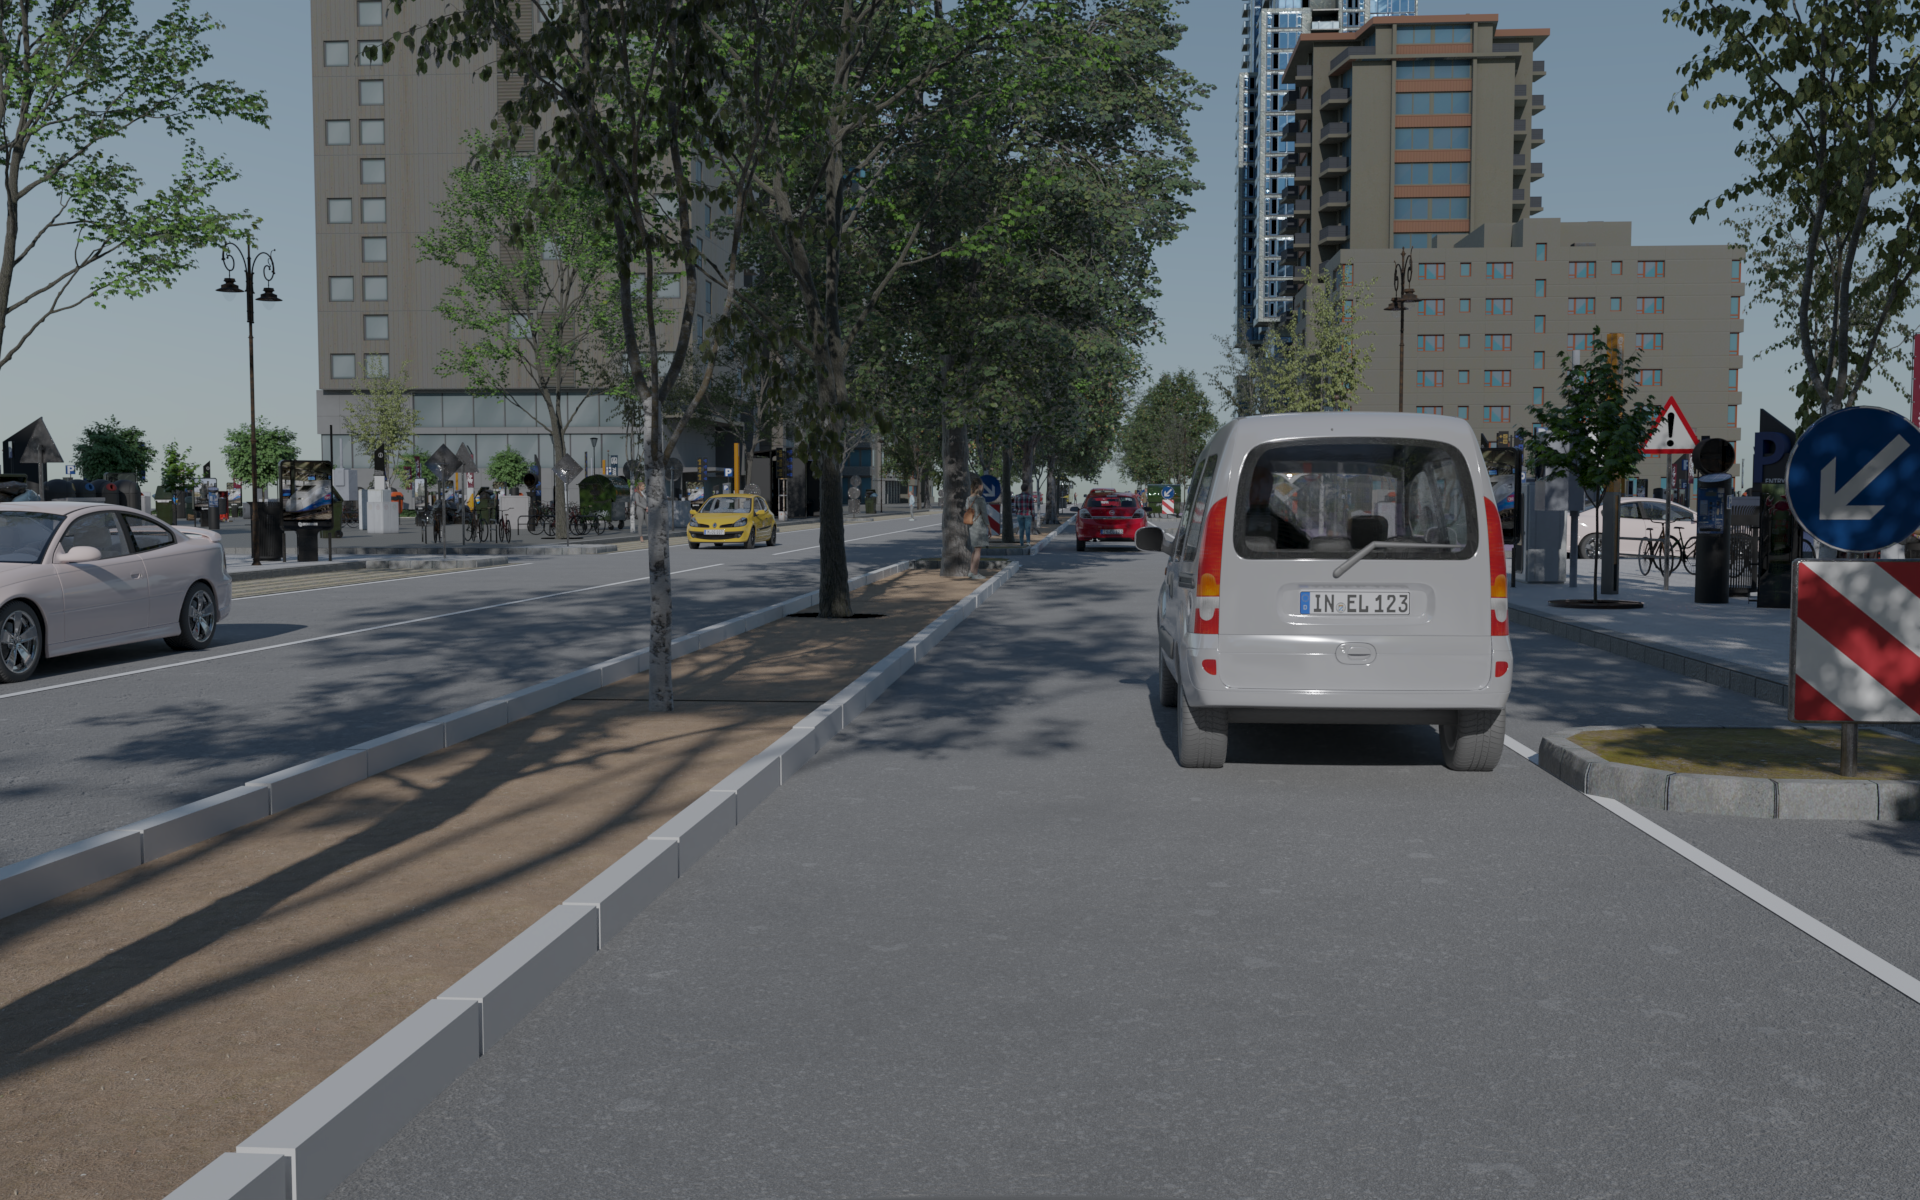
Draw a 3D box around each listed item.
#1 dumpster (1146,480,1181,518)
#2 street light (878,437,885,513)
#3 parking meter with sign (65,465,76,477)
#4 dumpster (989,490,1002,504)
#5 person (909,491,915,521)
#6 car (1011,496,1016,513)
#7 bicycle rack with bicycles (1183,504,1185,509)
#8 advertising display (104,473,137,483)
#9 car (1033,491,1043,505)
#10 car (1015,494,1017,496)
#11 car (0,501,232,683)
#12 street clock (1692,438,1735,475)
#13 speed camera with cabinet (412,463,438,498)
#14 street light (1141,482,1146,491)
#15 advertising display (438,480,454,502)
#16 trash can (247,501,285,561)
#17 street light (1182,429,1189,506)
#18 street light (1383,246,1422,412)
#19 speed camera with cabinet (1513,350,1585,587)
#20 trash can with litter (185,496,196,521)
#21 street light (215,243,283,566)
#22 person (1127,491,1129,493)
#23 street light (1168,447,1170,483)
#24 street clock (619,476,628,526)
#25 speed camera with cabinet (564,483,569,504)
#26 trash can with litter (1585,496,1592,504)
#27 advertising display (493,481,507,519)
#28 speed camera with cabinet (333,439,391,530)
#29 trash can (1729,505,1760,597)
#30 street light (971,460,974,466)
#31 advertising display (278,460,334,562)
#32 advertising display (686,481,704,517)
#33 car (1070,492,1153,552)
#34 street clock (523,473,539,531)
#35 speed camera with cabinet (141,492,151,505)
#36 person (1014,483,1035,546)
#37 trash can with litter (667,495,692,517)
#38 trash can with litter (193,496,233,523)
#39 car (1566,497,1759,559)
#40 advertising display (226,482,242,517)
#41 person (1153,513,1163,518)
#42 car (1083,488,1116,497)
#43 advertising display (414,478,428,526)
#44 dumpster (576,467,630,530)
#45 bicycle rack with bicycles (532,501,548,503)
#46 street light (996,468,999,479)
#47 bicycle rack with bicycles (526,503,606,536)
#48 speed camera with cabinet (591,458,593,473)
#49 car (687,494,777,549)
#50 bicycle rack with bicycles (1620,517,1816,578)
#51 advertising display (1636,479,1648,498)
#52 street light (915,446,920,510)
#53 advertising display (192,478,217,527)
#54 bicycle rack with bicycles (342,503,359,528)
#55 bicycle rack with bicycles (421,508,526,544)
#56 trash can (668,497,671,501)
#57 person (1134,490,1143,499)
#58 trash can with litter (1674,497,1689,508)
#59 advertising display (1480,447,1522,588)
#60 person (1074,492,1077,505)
[{"bbox_3d":[11.720,-5.790,99.621,1.985,2.255,1.502,0,4,4],"label":"dumpster"},{"bbox_3d":[-5.410,-8.946,119.057,0.468,5.910,1.993,0,4,5],"label":"street light"},{"bbox_3d":[-54.317,-6.662,105.179,1.738,3.016,0.543,3,5,42],"label":"parking meter with sign"},{"bbox_3d":[4.115,-12.156,206.971,1.865,1.857,1.264,0,4,6],"label":"dumpster"},{"bbox_3d":[-2.618,-5.100,93.692,0.330,1.601,0.589,0,4,1],"label":"person"},{"bbox_3d":[3.779,-6.128,112.777,1.945,1.354,3.894,0,4,3],"label":"car"},{"bbox_3d":[15.925,-6.059,112.439,2.852,0.926,2.925,3,5,41],"label":"bicycle rack with bicycles"},{"bbox_3d":[-25.444,-2.894,52.530,0.123,1.923,0.974,2,4,34],"label":"advertising display"},{"bbox_3d":[10.411,-14.110,239.366,2.281,1.827,5.304,0,4,5],"label":"car"},{"bbox_3d":[5.111,-8.078,141.860,2.009,1.686,4.222,0,4,6],"label":"car"},{"bbox_3d":[-7.975,-0.141,14.660,2.083,1.381,4.827,0,4,3],"label":"car"},{"bbox_3d":[9.759,-1.095,22.480,0.471,2.002,0.358,0,4,0],"label":"street clock"},{"bbox_3d":[-34.640,-7.204,112.121,0.660,3.252,2.038,1,4,19],"label":"speed camera with cabinet"},{"bbox_3d":[26.280,-17.012,250.927,0.468,5.910,1.993,0,4,5],"label":"street light"},{"bbox_3d":[-23.598,-4.545,79.528,0.123,1.923,0.974,1,4,22],"label":"advertising display"},{"bbox_3d":[-13.267,-1.317,33.192,0.748,1.137,0.748,0,3,0],"label":"trash can"},{"bbox_3d":[15.595,-9.012,120.126,0.468,5.910,1.993,0,4,5],"label":"street light"},{"bbox_3d":[8.279,-3.653,32.516,0.468,5.910,1.993,0,4,5],"label":"street light"},{"bbox_3d":[8.363,-1.852,24.609,0.660,3.252,2.038,0,4,7],"label":"speed camera with cabinet"},{"bbox_3d":[-37.275,-4.447,84.097,0.624,1.170,1.055,-2,4,-28],"label":"trash can with litter"},{"bbox_3d":[-12.641,-3.557,30.944,0.468,5.910,1.993,0,4,5],"label":"street light"},{"bbox_3d":[10.956,-6.288,113.117,0.589,1.601,0.330,-3,4,-36],"label":"person"},{"bbox_3d":[17.432,-10.480,144.139,0.468,5.910,1.993,0,4,5],"label":"street light"},{"bbox_3d":[-13.245,-3.862,67.721,0.471,2.002,0.358,-2,4,-25],"label":"street clock"},{"bbox_3d":[-23.036,-6.478,100.249,0.660,3.252,2.038,-1,4,-19],"label":"speed camera with cabinet"},{"bbox_3d":[29.147,-4.450,83.809,2.233,1.210,1.678,-1,4,-16],"label":"trash can with litter"},{"bbox_3d":[-23.637,-5.122,88.961,0.974,1.923,0.123,3,4,37],"label":"advertising display"},{"bbox_3d":[-21.330,-4.124,61.766,2.038,3.252,0.660,1,4,16],"label":"speed camera with cabinet"},{"bbox_3d":[9.679,-0.616,21.720,0.748,1.137,0.748,0,3,0],"label":"trash can"},{"bbox_3d":[1.457,-14.043,202.386,0.468,5.910,1.993,0,4,5],"label":"street light"},{"bbox_3d":[-12.390,-1.690,32.845,0.974,1.923,0.123,-3,4,-37],"label":"advertising display"},{"bbox_3d":[-13.452,-5.063,87.998,0.974,1.923,0.123,-3,4,-37],"label":"advertising display"},{"bbox_3d":[3.902,-2.181,44.692,2.155,1.783,4.494,0,4,5],"label":"car"},{"bbox_3d":[-14.788,-3.374,59.743,0.471,2.002,0.358,1,4,15],"label":"street clock"},{"bbox_3d":[-56.814,-7.632,119.113,0.660,3.252,2.038,3,5,43],"label":"speed camera with cabinet"},{"bbox_3d":[1.703,-2.237,45.909,0.563,1.720,0.643,1,4,15],"label":"person"},{"bbox_3d":[-15.327,-5.229,96.557,2.233,1.210,1.678,3,5,44],"label":"trash can with litter"},{"bbox_3d":[-34.108,-4.154,78.973,1.678,1.210,2.233,2,4,31],"label":"trash can with litter"},{"bbox_3d":[14.411,-1.452,36.104,4.827,1.381,2.083,0,4,5],"label":"car"},{"bbox_3d":[-39.876,-5.504,95.200,0.974,1.923,0.123,1,4,20],"label":"advertising display"},{"bbox_3d":[11.910,-5.937,104.938,0.474,1.900,0.648,-3,5,-45],"label":"person"},{"bbox_3d":[8.429,-5.721,102.219,2.281,1.827,5.304,0,4,4],"label":"car"},{"bbox_3d":[-21.369,-3.882,68.680,0.123,1.923,0.974,-3,5,-41],"label":"advertising display"},{"bbox_3d":[-12.795,-3.644,62.069,1.502,2.255,1.985,0,4,5],"label":"dumpster"},{"bbox_3d":[-16.170,-3.425,69.381,2.852,0.926,2.925,-1,4,-10],"label":"bicycle rack with bicycles"},{"bbox_3d":[5.422,-16.954,249.992,0.468,5.910,1.993,0,4,5],"label":"street light"},{"bbox_3d":[-12.331,-2.488,54.063,2.852,0.926,2.925,3,5,45],"label":"bicycle rack with bicycles"},{"bbox_3d":[-19.381,-6.126,94.496,2.038,3.252,0.660,1,4,21],"label":"speed camera with cabinet"},{"bbox_3d":[-6.078,-2.205,46.271,2.015,1.641,3.980,0,4,6],"label":"car"},{"bbox_3d":[11.379,-0.822,26.828,2.852,0.926,2.925,0,4,-5],"label":"bicycle rack with bicycles"},{"bbox_3d":[28.827,-4.159,73.208,0.123,1.923,0.974,0,4,1],"label":"advertising display"},{"bbox_3d":[-3.467,-10.375,142.416,0.468,5.910,1.993,0,4,5],"label":"street light"},{"bbox_3d":[-29.579,-3.831,67.853,0.123,1.923,0.974,3,4,39],"label":"advertising display"},{"bbox_3d":[-23.140,-3.164,65.107,2.925,0.926,2.852,-3,4,-39],"label":"bicycle rack with bicycles"},{"bbox_3d":[-13.139,-1.986,45.856,2.852,0.926,2.925,-1,4,-19],"label":"bicycle rack with bicycles"},{"bbox_3d":[-12.655,-3.861,74.774,0.748,1.137,0.748,0,3,0],"label":"trash can"},{"bbox_3d":[12.257,-6.837,121.005,1.217,1.743,0.721,0,4,-2],"label":"person"},{"bbox_3d":[38.723,-5.067,93.905,1.678,1.210,2.233,-3,5,-39],"label":"trash can with litter"},{"bbox_3d":[7.350,-1.154,24.086,0.123,1.923,0.974,-3,4,-37],"label":"advertising display"},{"bbox_3d":[14.712,-12.825,219.655,0.593,1.643,0.415,1,4,21],"label":"person"}]
